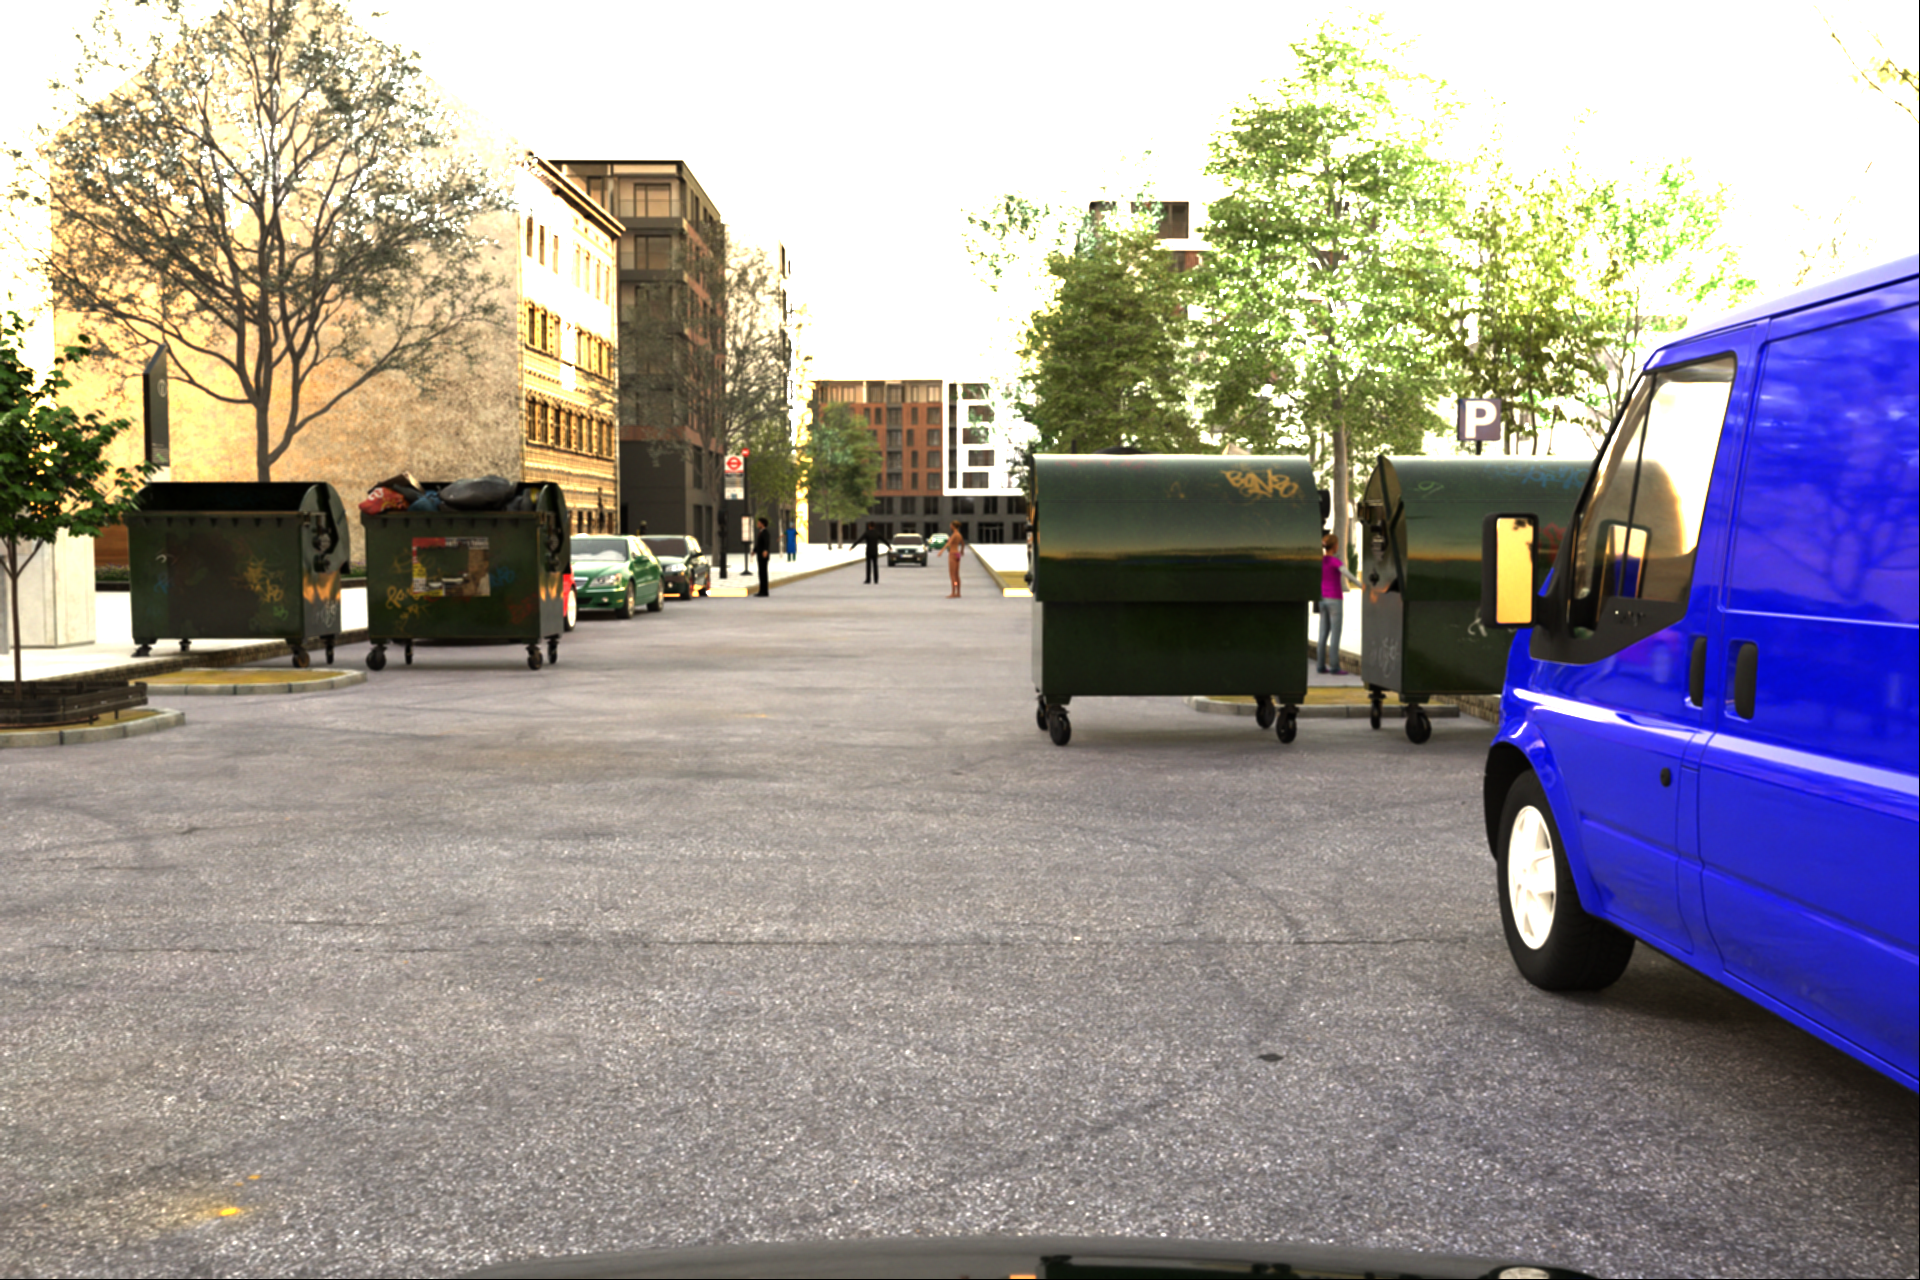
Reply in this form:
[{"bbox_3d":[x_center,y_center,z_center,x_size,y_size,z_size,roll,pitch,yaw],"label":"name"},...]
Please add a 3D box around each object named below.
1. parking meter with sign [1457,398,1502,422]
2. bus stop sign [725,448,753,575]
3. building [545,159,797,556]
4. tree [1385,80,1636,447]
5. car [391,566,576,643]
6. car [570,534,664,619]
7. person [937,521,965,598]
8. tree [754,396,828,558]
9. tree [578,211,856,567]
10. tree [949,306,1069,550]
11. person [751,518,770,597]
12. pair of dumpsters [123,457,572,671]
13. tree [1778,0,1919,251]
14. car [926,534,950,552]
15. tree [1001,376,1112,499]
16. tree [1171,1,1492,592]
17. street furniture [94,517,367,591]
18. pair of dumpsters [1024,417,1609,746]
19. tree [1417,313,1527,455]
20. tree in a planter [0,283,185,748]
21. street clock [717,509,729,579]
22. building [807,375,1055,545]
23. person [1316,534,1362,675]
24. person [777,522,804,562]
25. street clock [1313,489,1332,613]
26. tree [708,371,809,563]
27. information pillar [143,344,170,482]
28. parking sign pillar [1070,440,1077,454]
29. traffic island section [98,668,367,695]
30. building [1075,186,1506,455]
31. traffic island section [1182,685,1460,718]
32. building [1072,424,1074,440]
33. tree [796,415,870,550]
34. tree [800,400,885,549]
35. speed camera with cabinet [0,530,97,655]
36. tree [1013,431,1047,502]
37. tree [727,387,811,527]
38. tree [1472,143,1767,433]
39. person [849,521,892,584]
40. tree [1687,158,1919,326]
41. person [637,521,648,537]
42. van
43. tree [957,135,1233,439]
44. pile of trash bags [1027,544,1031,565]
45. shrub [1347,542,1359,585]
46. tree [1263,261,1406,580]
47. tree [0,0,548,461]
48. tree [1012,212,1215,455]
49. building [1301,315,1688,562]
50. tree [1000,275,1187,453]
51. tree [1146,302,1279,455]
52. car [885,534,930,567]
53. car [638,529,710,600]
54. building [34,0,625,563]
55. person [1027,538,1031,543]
[{"bbox_3d":[6.672,-1.543,21.492,0.543,3.016,1.738,0,4,0],"label":"parking meter with sign"},{"bbox_3d":[-6.886,-3.991,53.952,0.855,3.939,0.416,0,4,1],"label":"bus stop sign"},{"bbox_3d":[-25.768,-16.329,110.958,27.936,21.610,32.646,0,4,-1],"label":"building"},{"bbox_3d":[9.079,-4.755,28.110,4.737,8.622,4.395,0,3,0],"label":"tree"},{"bbox_3d":[-6.590,-0.919,24.072,2.155,1.783,4.494,0,4,0],"label":"car"},{"bbox_3d":[-6.439,-1.156,30.695,2.131,1.459,4.920,0,4,0],"label":"car"},{"bbox_3d":[-0.189,-1.820,39.010,0.721,1.733,1.217,2,4,26],"label":"person"},{"bbox_3d":[-9.341,-8.619,91.287,4.737,8.622,4.395,0,3,0],"label":"tree"},{"bbox_3d":[-9.484,-9.564,66.734,12.009,13.543,11.850,0,3,0],"label":"tree"},{"bbox_3d":[5.260,-17.608,143.774,12.611,20.169,13.585,0,3,0],"label":"tree"},{"bbox_3d":[-4.554,-1.904,39.769,0.705,1.806,1.347,-1,4,-19],"label":"person"},{"bbox_3d":[-6.514,-0.833,18.575,4.436,2.255,1.574,0,3,0],"label":"pair of dumpsters"},{"bbox_3d":[8.761,-3.790,12.324,4.360,8.622,3.978,0,3,0],"label":"tree"},{"bbox_3d":[-1.636,-7.816,139.582,2.131,1.459,4.920,0,4,-1],"label":"car"},{"bbox_3d":[5.790,-9.833,95.178,7.601,10.594,8.767,-1,4,-10],"label":"tree"},{"bbox_3d":[8.078,-7.316,37.739,7.486,12.596,7.792,0,3,0],"label":"tree"},{"bbox_3d":[-17.487,-2.067,40.646,11.010,1.723,9.812,0,4,7],"label":"street furniture"},{"bbox_3d":[2.666,-0.447,12.257,4.436,2.255,1.574,0,4,-1],"label":"pair of dumpsters"},{"bbox_3d":[17.087,-6.486,56.413,4.360,8.622,3.978,0,3,0],"label":"tree"},{"bbox_3d":[-6.841,-0.934,12.488,1.991,3.239,1.994,0,4,1],"label":"tree in a planter"},{"bbox_3d":[-6.817,-2.768,49.834,0.358,2.002,0.471,0,4,2],"label":"street clock"},{"bbox_3d":[-2.860,-23.856,236.480,32.646,21.610,27.936,0,4,6],"label":"building"},{"bbox_3d":[3.829,-0.365,17.698,0.599,1.433,0.991,-2,4,-34],"label":"person"},{"bbox_3d":[-7.792,-4.513,79.919,1.347,1.817,0.704,1,4,14],"label":"person"},{"bbox_3d":[5.845,-1.439,28.095,0.358,2.002,0.471,0,4,0],"label":"street clock"},{"bbox_3d":[-9.406,-7.702,76.292,4.360,8.622,3.978,0,3,0],"label":"tree"},{"bbox_3d":[-9.806,-1.826,21.202,0.183,3.616,0.504,0,4,1],"label":"information pillar"},{"bbox_3d":[3.383,-3.772,50.148,1.447,3.967,1.447,0,4,0],"label":"parking sign pillar"},{"bbox_3d":[-6.769,0.397,16.380,1.991,0.108,1.994,0,3,0],"label":"traffic island section"},{"bbox_3d":[21.546,-16.776,118.269,27.936,21.610,32.646,0,3,0],"label":"building"},{"bbox_3d":[2.900,0.511,14.506,1.991,0.108,1.994,0,4,0],"label":"traffic island section"},{"bbox_3d":[24.130,-20.449,178.313,27.936,21.610,32.646,0,4,0],"label":"building"},{"bbox_3d":[-10.469,-12.284,135.258,7.601,10.594,8.767,1,4,19],"label":"tree"},{"bbox_3d":[-10.115,-14.004,147.087,7.486,12.596,7.792,0,3,0],"label":"tree"},{"bbox_3d":[-10.386,-1.521,19.204,0.660,3.252,2.038,0,4,0],"label":"speed camera with cabinet"},{"bbox_3d":[5.517,-10.520,122.372,4.737,8.622,4.395,0,3,0],"label":"tree"},{"bbox_3d":[-9.596,-8.261,85.430,4.737,8.622,4.395,0,3,0],"label":"tree"},{"bbox_3d":[17.488,-7.382,46.445,9.928,11.665,9.643,0,3,0],"label":"tree"},{"bbox_3d":[-2.564,-2.539,50.195,1.346,1.802,0.704,-1,4,-23],"label":"person"},{"bbox_3d":[28.234,-8.960,56.873,12.009,13.543,11.850,0,3,0],"label":"tree"},{"bbox_3d":[-14.018,-4.346,76.837,0.705,1.856,1.354,-2,4,-25],"label":"person"},{"bbox_3d":[2.725,0.041,3.713,2.240,2.365,5.245,0,4,-1],"label":"van"},{"bbox_3d":[6.534,-13.843,82.230,12.611,20.169,13.585,0,3,0],"label":"tree"},{"bbox_3d":[2.983,-2.630,52.752,1.912,1.369,3.447,0,4,-2],"label":"pile of trash bags"},{"bbox_3d":[9.586,-1.985,43.576,1.383,1.207,1.383,0,3,0],"label":"shrub"},{"bbox_3d":[10.769,-5.852,46.040,4.360,8.622,3.978,0,3,0],"label":"tree"},{"bbox_3d":[-12.788,-7.428,31.817,12.009,13.543,11.850,0,3,0],"label":"tree"},{"bbox_3d":[5.692,-8.740,61.028,7.486,12.596,7.792,0,3,0],"label":"tree"},{"bbox_3d":[23.159,-8.455,80.386,9.099,9.664,28.070,0,4,0],"label":"building"},{"bbox_3d":[5.447,-8.818,69.935,9.928,11.665,9.643,0,3,0],"label":"tree"},{"bbox_3d":[7.740,-6.318,53.663,4.360,8.622,3.978,0,3,0],"label":"tree"},{"bbox_3d":[-2.335,-4.135,77.392,2.009,1.686,4.222,0,4,0],"label":"car"},{"bbox_3d":[-6.660,-1.767,38.684,2.009,1.686,4.222,0,3,0],"label":"car"},{"bbox_3d":[-26.408,-15.052,77.027,19.493,23.208,18.063,0,4,1],"label":"building"},{"bbox_3d":[3.391,-4.003,71.590,1.345,1.843,0.704,-2,4,-30],"label":"person"}]
